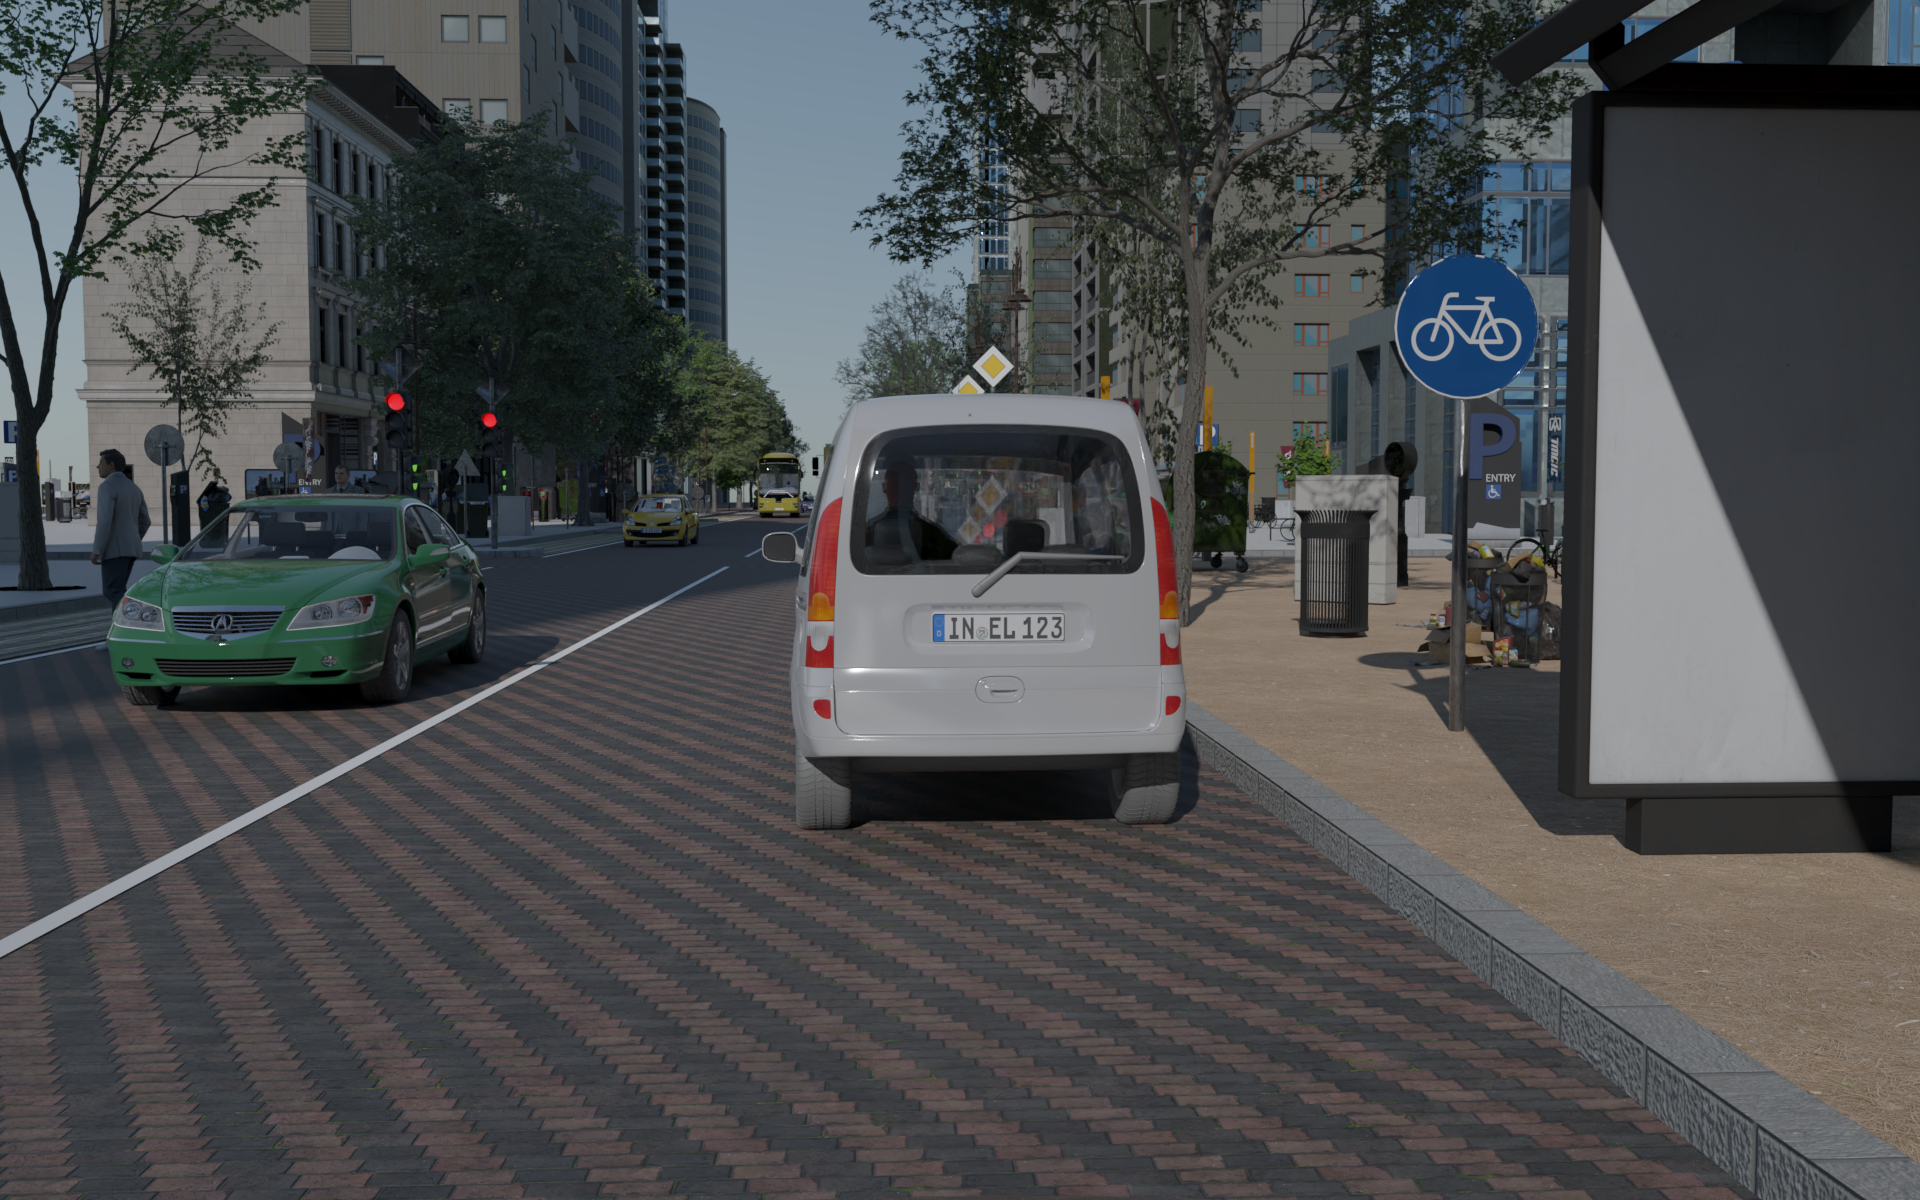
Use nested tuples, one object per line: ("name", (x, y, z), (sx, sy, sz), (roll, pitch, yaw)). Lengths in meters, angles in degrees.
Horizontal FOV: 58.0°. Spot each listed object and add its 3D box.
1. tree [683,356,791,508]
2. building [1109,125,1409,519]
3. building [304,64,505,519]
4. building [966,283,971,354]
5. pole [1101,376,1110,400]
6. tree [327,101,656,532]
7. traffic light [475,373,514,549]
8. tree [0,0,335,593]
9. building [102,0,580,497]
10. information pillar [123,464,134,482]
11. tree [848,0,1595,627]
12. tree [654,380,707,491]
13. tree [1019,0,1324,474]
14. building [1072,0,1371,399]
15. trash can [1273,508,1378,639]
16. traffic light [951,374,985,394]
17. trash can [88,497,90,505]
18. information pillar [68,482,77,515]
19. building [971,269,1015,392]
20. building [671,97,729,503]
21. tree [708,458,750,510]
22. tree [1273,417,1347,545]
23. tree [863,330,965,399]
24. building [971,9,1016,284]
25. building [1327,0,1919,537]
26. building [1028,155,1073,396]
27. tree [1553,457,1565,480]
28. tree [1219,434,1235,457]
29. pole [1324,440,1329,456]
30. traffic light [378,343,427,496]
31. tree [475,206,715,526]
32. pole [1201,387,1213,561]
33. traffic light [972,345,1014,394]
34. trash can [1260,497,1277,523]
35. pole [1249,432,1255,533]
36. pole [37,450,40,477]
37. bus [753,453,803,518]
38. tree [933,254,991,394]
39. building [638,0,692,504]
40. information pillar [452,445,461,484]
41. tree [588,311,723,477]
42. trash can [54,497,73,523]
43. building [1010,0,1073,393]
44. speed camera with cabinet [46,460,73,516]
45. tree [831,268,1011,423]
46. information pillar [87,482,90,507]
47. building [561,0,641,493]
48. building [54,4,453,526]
("tree", (-20.431, -15.444, 159.170), (9.857, 13.997, 8.962), (0, 3, 0))
("building", (24.654, -15.786, 103.133), (27.650, 21.520, 28.899), (0, 4, -3))
("building", (-33.446, -16.392, 97.680), (12.332, 23.373, 15.834), (0, 4, -3))
("building", (7.731, -28.509, 237.820), (14.160, 30.474, 14.107), (0, 4, -3))
("pole", (2.516, -2.216, 30.076), (0.158, 3.312, 0.155), (0, 3, 0))
("tree", (-14.728, -9.099, 55.421), (9.857, 13.997, 8.962), (0, 3, 0))
("traffic light", (-10.822, -3.137, 40.211), (0.839, 4.253, 0.868), (0, 4, -3))
("tree", (-12.352, -5.942, 22.904), (9.928, 11.665, 9.643), (0, 3, 0))
("building", (-43.137, -32.872, 126.690), (28.713, 52.752, 27.495), (0, 4, -3))
("information pillar", (-20.388, -2.318, 42.387), (0.304, 2.012, 0.304), (-3, 4, -36))
("tree", (2.390, -5.009, 16.308), (7.601, 10.594, 8.767), (1, 4, 20))
("tree", (-17.336, -9.535, 106.257), (4.360, 8.622, 3.978), (0, 3, 0))
("tree", (2.804, -4.512, 24.138), (4.360, 8.622, 3.978), (0, 3, 0))
("building", (17.550, -42.204, 128.285), (20.563, 71.187, 20.611), (0, 4, -3))
("trash can", (3.363, -0.238, 15.550), (0.748, 1.137, 0.748), (0, 3, 0))
("traffic light", (0.172, -3.174, 40.823), (0.839, 4.253, 0.868), (0, 4, -3))
("trash can", (-45.155, -4.823, 90.513), (0.748, 1.137, 0.748), (0, 3, 0))
("information pillar", (-53.310, -6.086, 103.994), (0.304, 2.012, 0.304), (1, 4, 14))
("building", (9.270, -27.621, 223.300), (14.160, 30.474, 14.107), (0, 4, -3))
("building", (-45.630, -43.502, 253.249), (21.231, 58.520, 28.212), (0, 4, -3))
("tree", (-18.305, -9.348, 136.554), (4.285, 4.588, 4.351), (0, 3, 0))
("tree", (8.626, -2.995, 43.570), (1.663, 3.219, 1.824), (0, 3, 0))
("tree", (-2.570, -11.173, 108.427), (9.928, 11.665, 9.643), (0, 3, 0))
("building", (10.550, -57.868, 258.807), (22.319, 86.520, 31.000), (0, 4, -3))
("building", (30.013, -45.777, 61.118), (31.000, 86.520, 22.319), (0, 4, -3))
("building", (12.566, -22.930, 146.610), (14.160, 30.474, 14.107), (0, 4, -3))
("tree", (16.578, -3.102, 45.324), (1.663, 3.219, 1.824), (0, 3, 0))
("tree", (7.749, -3.471, 51.355), (1.663, 3.219, 1.824), (0, 3, 0))
("pole", (13.911, -4.401, 65.805), (0.158, 3.312, 0.155), (0, 3, 0))
("traffic light", (-10.388, -2.649, 32.238), (0.839, 4.253, 0.868), (0, 4, -3))
("tree", (-15.005, -9.291, 68.913), (9.611, 12.733, 9.660), (0, 3, 0))
("pole", (4.707, -2.393, 32.977), (0.158, 3.312, 0.155), (0, 3, 0))
("traffic light", (0.606, -2.687, 32.850), (0.839, 4.253, 0.868), (0, 4, -3))
("trash can", (13.936, -4.074, 78.265), (0.748, 1.137, 0.748), (0, 3, 0))
("pole", (9.554, -3.845, 56.707), (0.158, 3.312, 0.155), (0, 3, 0))
("pole", (-42.449, -5.255, 79.757), (0.158, 3.312, 0.155), (0, 3, 0))
("bus", (-11.096, -7.061, 106.992), (2.896, 3.916, 12.252), (0, 4, -5))
("tree", (0.976, -6.299, 53.350), (4.360, 8.622, 3.978), (0, 3, 0))
("building", (-45.576, -55.661, 222.721), (22.319, 86.520, 31.000), (0, 4, -3))
("information pillar", (-23.883, -5.555, 82.183), (0.183, 3.616, 0.504), (2, 4, 26))
("tree", (-17.074, -10.372, 95.339), (9.928, 11.665, 9.643), (0, 3, 0))
("trash can", (-39.768, -3.990, 76.897), (0.748, 1.137, 0.748), (0, 3, 0))
("building", (19.833, -35.392, 167.894), (28.713, 52.752, 27.495), (0, 4, -3))
("speed camera with cabinet", (-52.422, -6.512, 100.812), (2.038, 3.252, 0.660), (3, 4, 38))
("tree", (-2.151, -11.305, 95.201), (12.009, 13.543, 11.850), (0, 3, 0))
("information pillar", (-55.128, -6.444, 109.853), (0.304, 2.012, 0.304), (-3, 5, -45))
("building", (-40.995, -37.476, 154.733), (21.231, 58.520, 28.212), (0, 4, -3))
("building", (-30.309, -13.387, 69.782), (10.553, 20.767, 40.483), (0, 4, -3))
